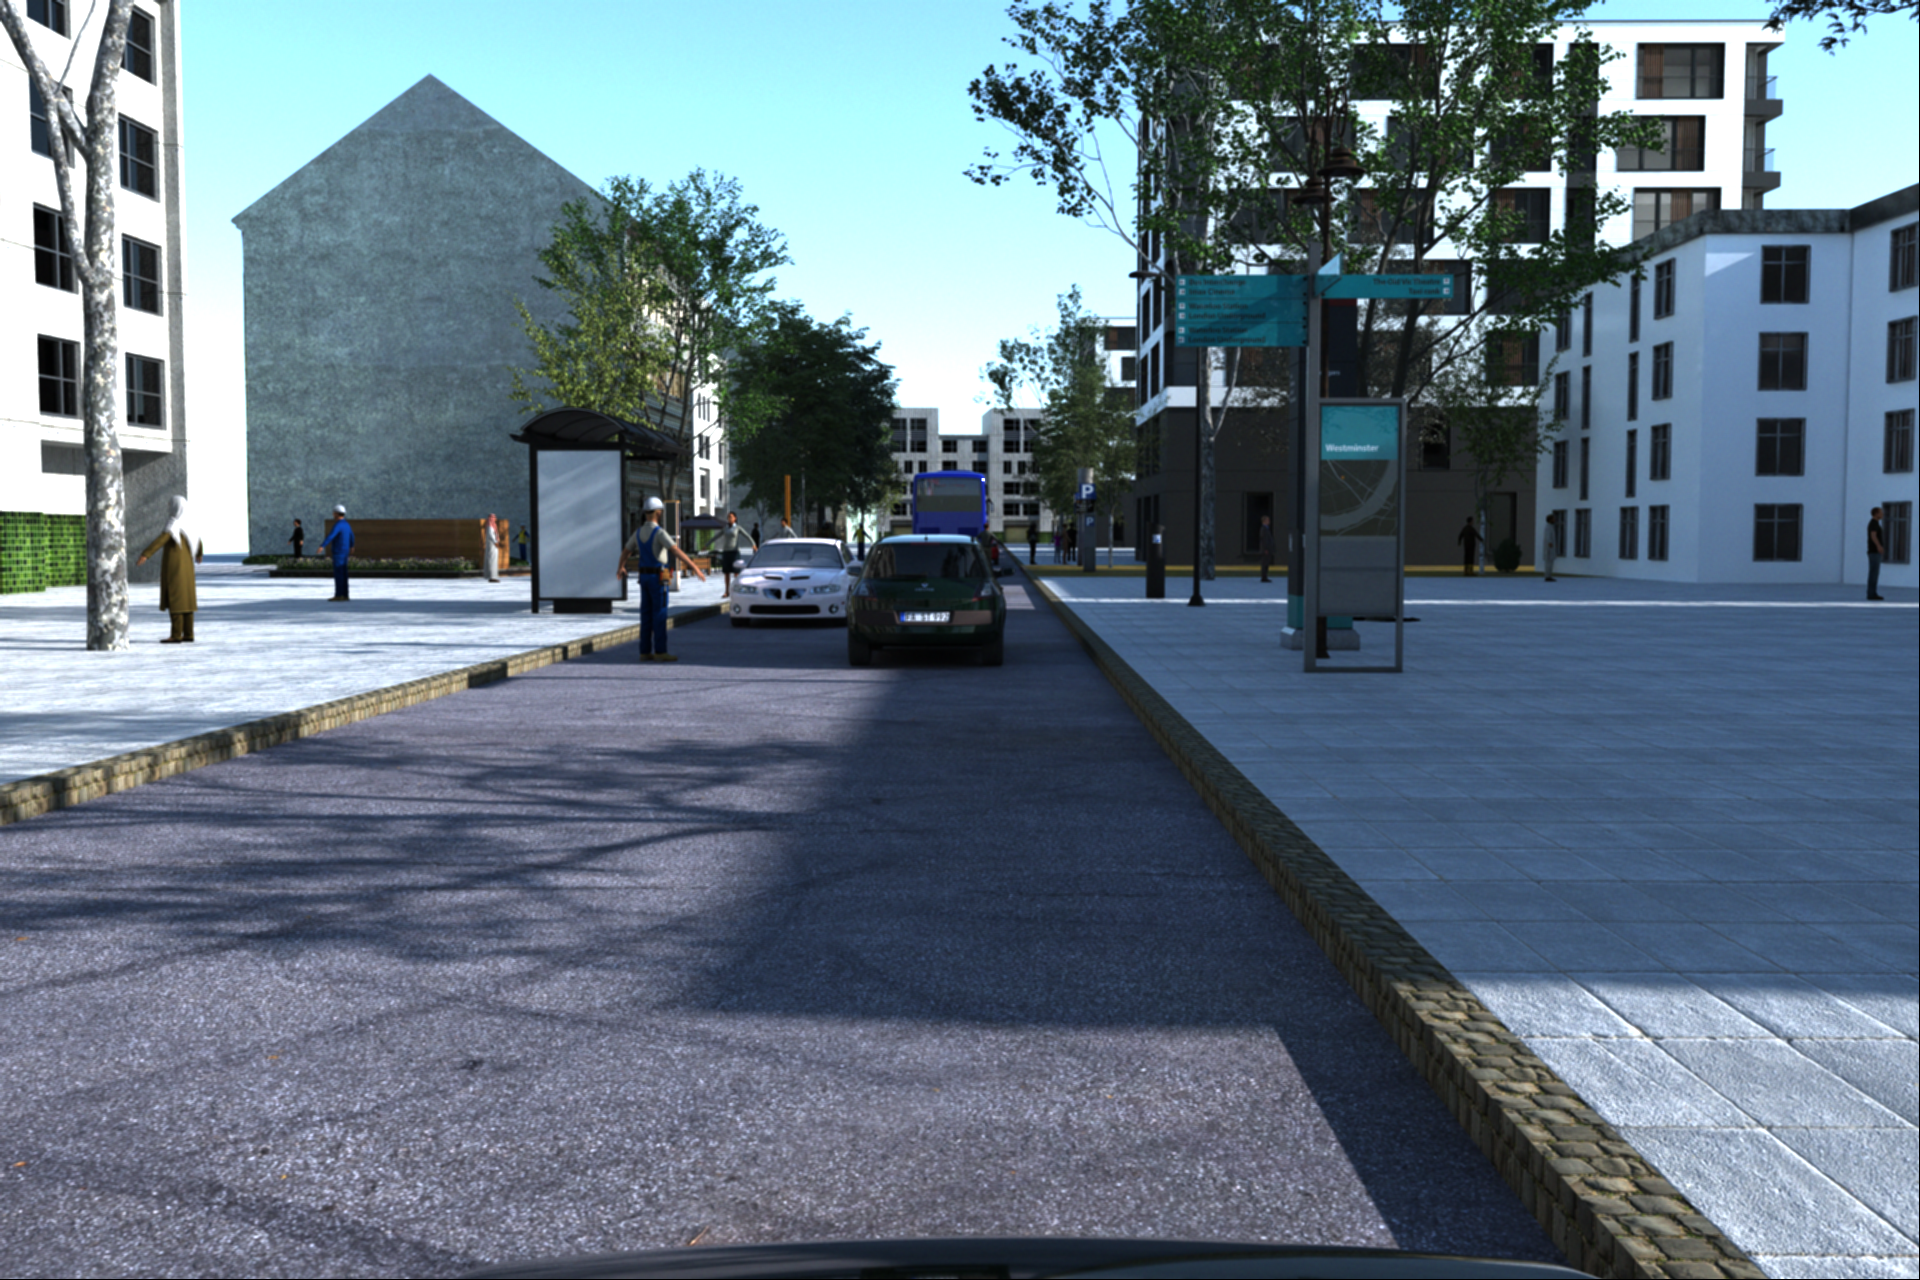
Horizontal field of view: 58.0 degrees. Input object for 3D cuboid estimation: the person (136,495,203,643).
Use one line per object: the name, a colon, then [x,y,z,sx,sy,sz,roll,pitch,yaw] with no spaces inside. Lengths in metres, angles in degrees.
person: [-9.305,-0.837,20.455,0.721,1.736,1.217,0,4,8]

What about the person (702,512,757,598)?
person: [-4.613,-1.707,34.740,1.217,1.735,0.721,1,4,19]

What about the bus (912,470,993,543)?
bus: [-0.226,-4.529,65.602,2.896,3.916,12.251,0,4,2]

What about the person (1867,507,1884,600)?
person: [17.888,-1.687,33.799,0.705,1.803,1.348,2,4,27]

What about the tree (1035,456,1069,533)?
tree: [8.198,-12.335,152.039,4.360,8.622,3.978,0,3,0]

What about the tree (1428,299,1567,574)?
tree: [16.961,-6.416,55.270,4.737,8.622,4.395,0,3,0]

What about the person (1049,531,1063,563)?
person: [4.307,-4.081,75.983,0.991,1.433,0.599,-2,4,-27]

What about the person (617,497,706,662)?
person: [-3.435,-0.687,19.543,1.347,1.847,0.705,2,4,35]

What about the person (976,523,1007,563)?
person: [0.884,-2.993,57.669,1.348,1.796,0.705,1,4,17]

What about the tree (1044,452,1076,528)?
tree: [8.985,-11.931,145.441,4.737,8.622,4.395,0,3,0]

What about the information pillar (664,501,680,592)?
information pillar: [-6.394,-2.078,38.471,0.304,2.012,0.304,0,4,2]

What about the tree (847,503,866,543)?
tree: [-14.768,-18.316,249.831,4.360,8.622,3.978,0,3,0]

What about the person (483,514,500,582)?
person: [-12.422,-2.443,46.089,0.704,1.811,1.347,-1,4,-18]

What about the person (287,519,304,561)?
person: [-23.218,-3.331,60.652,0.705,1.806,1.347,-3,5,-39]

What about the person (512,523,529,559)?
person: [-19.313,-4.267,76.236,1.216,1.772,0.721,3,5,41]

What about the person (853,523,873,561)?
person: [-4.719,-4.715,83.052,1.349,1.833,0.705,3,5,43]

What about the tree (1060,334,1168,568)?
tree: [5.428,-7.002,64.852,4.360,8.622,3.978,0,3,0]

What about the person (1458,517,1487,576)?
person: [15.664,-2.875,53.144,0.704,1.812,1.346,-1,4,-21]

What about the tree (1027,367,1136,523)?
tree: [8.354,-12.155,116.858,7.486,12.596,7.792,0,3,0]

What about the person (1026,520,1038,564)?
person: [3.109,-4.122,73.176,0.705,1.856,1.354,0,4,-2]

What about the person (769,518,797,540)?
person: [-5.798,-3.102,56.899,1.347,1.806,0.705,2,4,31]

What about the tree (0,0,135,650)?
tree: [-10.820,-9.991,19.236,12.611,20.169,13.585,0,3,0]

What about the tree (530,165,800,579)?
tree: [-8.480,-7.594,49.914,9.928,11.665,9.643,0,3,0]

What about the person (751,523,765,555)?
person: [-9.453,-4.545,80.534,0.704,1.802,1.346,-2,4,-31]

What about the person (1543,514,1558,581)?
person: [16.054,-2.506,47.059,0.704,1.819,1.344,2,4,25]

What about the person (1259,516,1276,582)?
person: [8.222,-2.430,46.321,0.434,1.755,0.990,1,4,14]

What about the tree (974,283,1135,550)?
tree: [7.384,-16.978,133.482,12.611,20.169,13.585,0,3,0]

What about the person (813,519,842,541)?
person: [-5.194,-3.763,67.297,1.354,1.858,0.705,-2,4,-30]

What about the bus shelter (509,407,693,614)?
bus shelter: [-6.130,-2.228,30.350,2.014,3.302,5.546,0,4,1]

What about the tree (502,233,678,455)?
tree: [-8.664,-5.588,41.724,4.737,8.622,4.395,0,3,0]

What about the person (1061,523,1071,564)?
person: [4.531,-4.067,73.298,0.721,1.733,1.217,-1,4,-9]

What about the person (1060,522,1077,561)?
person: [5.268,-4.633,81.684,1.347,1.837,0.705,1,4,11]

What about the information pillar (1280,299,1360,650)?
information pillar: [4.040,-1.834,19.360,0.750,3.857,0.750,0,4,1]

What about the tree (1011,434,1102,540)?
tree: [8.833,-13.693,158.286,8.767,10.594,7.601,0,4,5]

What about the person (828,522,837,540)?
person: [-5.666,-4.238,75.424,0.705,1.813,1.348,-2,4,-32]

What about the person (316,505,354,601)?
person: [-11.932,-1.675,33.262,0.705,1.842,1.347,0,4,7]

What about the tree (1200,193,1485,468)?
tree: [13.968,-9.360,63.400,12.009,13.543,11.850,0,3,0]
